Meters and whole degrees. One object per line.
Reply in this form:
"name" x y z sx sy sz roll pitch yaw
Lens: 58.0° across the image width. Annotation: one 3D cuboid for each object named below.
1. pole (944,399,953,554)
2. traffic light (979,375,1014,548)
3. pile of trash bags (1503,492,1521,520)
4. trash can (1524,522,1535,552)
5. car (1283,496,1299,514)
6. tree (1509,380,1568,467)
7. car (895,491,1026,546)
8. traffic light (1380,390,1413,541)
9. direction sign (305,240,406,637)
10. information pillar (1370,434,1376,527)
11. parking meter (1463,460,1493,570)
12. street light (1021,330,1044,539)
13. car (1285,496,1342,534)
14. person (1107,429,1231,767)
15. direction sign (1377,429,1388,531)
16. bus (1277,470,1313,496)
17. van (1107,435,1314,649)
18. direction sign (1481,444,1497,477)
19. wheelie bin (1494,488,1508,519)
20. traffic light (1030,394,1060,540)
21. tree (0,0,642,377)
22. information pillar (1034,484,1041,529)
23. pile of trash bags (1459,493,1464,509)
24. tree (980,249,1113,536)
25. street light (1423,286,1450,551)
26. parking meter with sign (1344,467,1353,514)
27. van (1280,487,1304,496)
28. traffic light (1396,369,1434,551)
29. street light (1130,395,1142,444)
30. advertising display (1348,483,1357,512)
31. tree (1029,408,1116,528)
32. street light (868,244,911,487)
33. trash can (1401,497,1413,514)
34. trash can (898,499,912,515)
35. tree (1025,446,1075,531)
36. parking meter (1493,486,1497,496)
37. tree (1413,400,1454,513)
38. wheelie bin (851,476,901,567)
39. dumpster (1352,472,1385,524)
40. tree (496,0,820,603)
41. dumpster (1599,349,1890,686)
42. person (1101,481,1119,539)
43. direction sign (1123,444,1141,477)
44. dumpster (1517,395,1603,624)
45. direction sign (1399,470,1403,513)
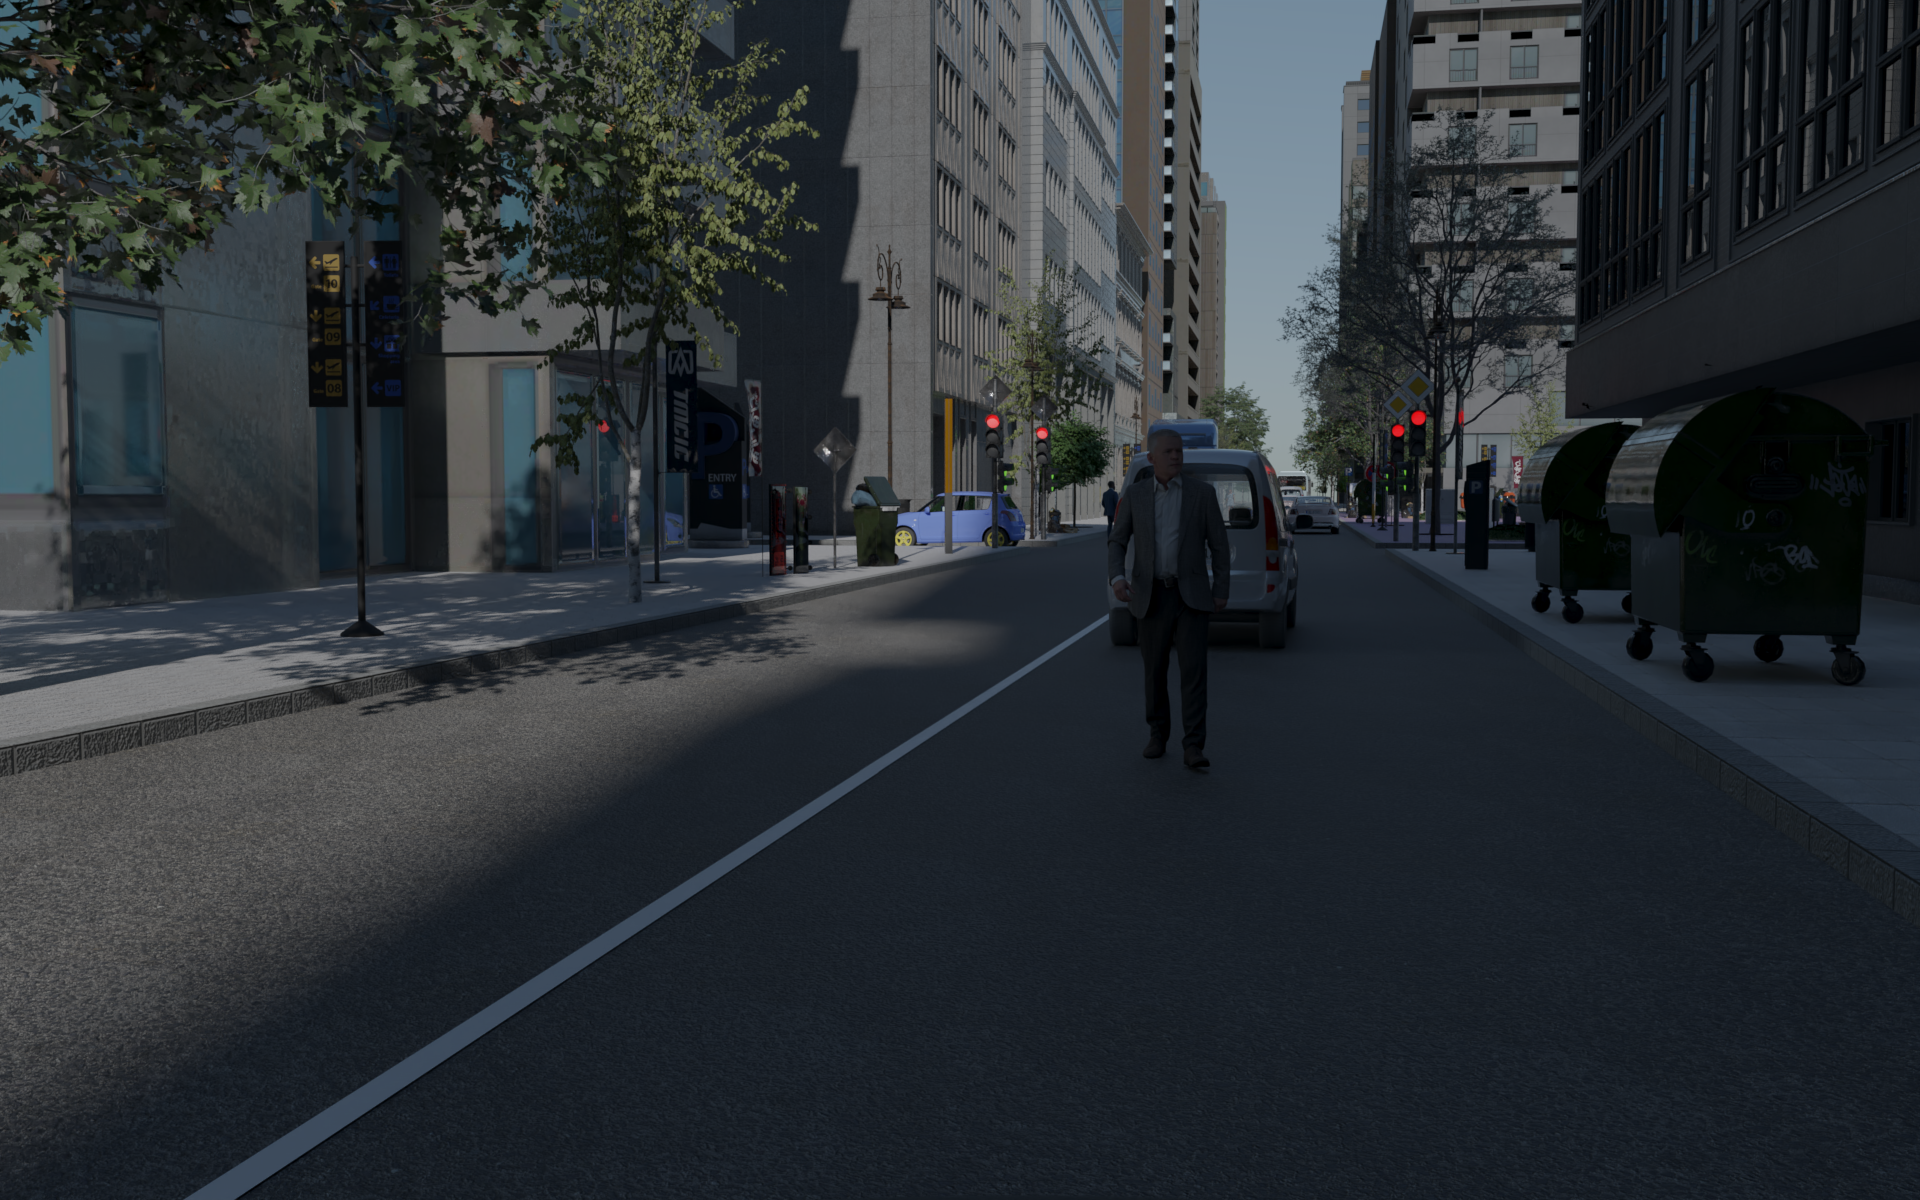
"pole" -0.247 -2.649 37.150 0.158 3.312 0.155 0 3 0
"traffic light" 0.842 -3.176 40.853 0.839 4.253 0.868 1 4 11
"pile of trash bags" 28.638 -4.682 86.297 3.447 1.369 1.912 -1 4 -14
"trash can" 12.872 -1.641 38.491 0.748 1.137 0.748 0 3 0
"car" 14.724 -3.998 77.736 2.083 1.381 4.827 1 4 12
"tree" 37.166 -9.806 110.694 4.737 8.622 4.395 0 3 0
"car" -0.181 -2.120 44.260 3.694 1.707 1.945 1 4 12
"traffic light" 11.808 -3.545 46.874 0.839 4.253 0.868 1 4 11
"direction sign" -5.415 -1.443 15.583 0.876 3.537 0.379 0 4 3
"information pillar" 16.129 -4.656 67.472 0.183 3.616 0.504 1 4 18
"parking meter" 8.791 -1.454 29.491 0.399 1.863 0.255 2 4 28
"street light" 2.045 -4.662 49.004 0.468 5.910 1.993 1 4 11
"car" 12.917 -3.120 63.370 2.083 1.381 4.827 1 4 11
"person" 1.120 -0.018 9.193 0.661 1.777 0.834 0 4 0
"direction sign" 14.880 -4.216 60.926 0.379 3.537 0.876 2 4 30
"bus" 28.061 -9.210 145.443 2.948 3.499 13.247 1 4 13
"van" 2.542 -0.645 17.561 2.013 2.044 4.112 1 4 13
"direction sign" 24.155 -5.333 79.185 0.876 3.537 0.379 -2 4 -24
"wheelie bin" 28.143 -5.022 90.018 0.693 1.594 0.980 0 4 1
"traffic light" 2.370 -3.656 48.691 0.839 4.253 0.868 1 4 11
"tree" -6.551 -5.642 9.259 9.611 12.733 9.660 0 3 0
"information pillar" 2.722 -3.525 62.119 0.304 2.012 0.304 -1 4 -13
"pile of trash bags" 30.223 -5.447 98.816 3.447 1.369 1.912 0 4 0
"tree" 2.459 -6.283 53.085 4.737 8.622 4.395 0 3 0
"street light" 10.586 -4.026 38.607 0.468 5.910 1.993 1 4 11
"parking meter with sign" 25.760 -7.212 114.184 0.543 3.016 1.738 2 4 24
"van" 18.890 -5.619 98.886 2.013 2.044 4.112 1 4 12
"traffic light" 10.279 -3.065 39.036 0.839 4.253 0.868 1 4 11
"street light" 8.240 -6.624 81.093 0.468 5.910 1.993 1 4 11
"advertising display" 22.117 -5.599 96.752 0.974 1.923 0.123 -1 4 -23
"tree" 4.306 -5.054 66.341 4.285 4.588 4.351 0 3 0
"street light" -1.306 -3.637 32.250 0.468 5.910 1.993 1 4 11
"trash can" 25.219 -5.268 97.791 0.748 1.137 0.748 0 3 0
"trash can" -1.712 -2.272 48.798 0.748 1.137 0.748 0 3 0
"tree" 3.095 -4.044 60.717 1.663 3.219 1.824 0 3 0
"parking meter" 34.449 -6.492 111.861 0.399 1.863 0.255 3 4 36
"tree" 30.369 -10.041 114.534 4.360 8.622 3.978 0 3 0
"wheelie bin" -1.524 -1.397 30.752 0.693 1.594 0.980 2 4 33
"dumpster" 17.987 -4.489 75.893 1.502 2.255 1.985 1 4 11
"tree" -3.799 -4.291 20.527 4.737 8.622 4.395 0 3 0
"dumpster" 5.582 -0.608 12.427 1.502 2.255 1.985 1 4 11
"person" 4.279 -2.432 48.444 0.721 1.800 0.419 3 5 41
"direction sign" 7.713 -5.248 77.808 0.876 3.537 0.379 2 4 29
"dumpster" 6.614 -0.934 17.765 1.502 2.255 1.985 1 4 11
"direction sign" 30.139 -7.784 119.269 0.876 3.537 0.379 -1 4 -13
